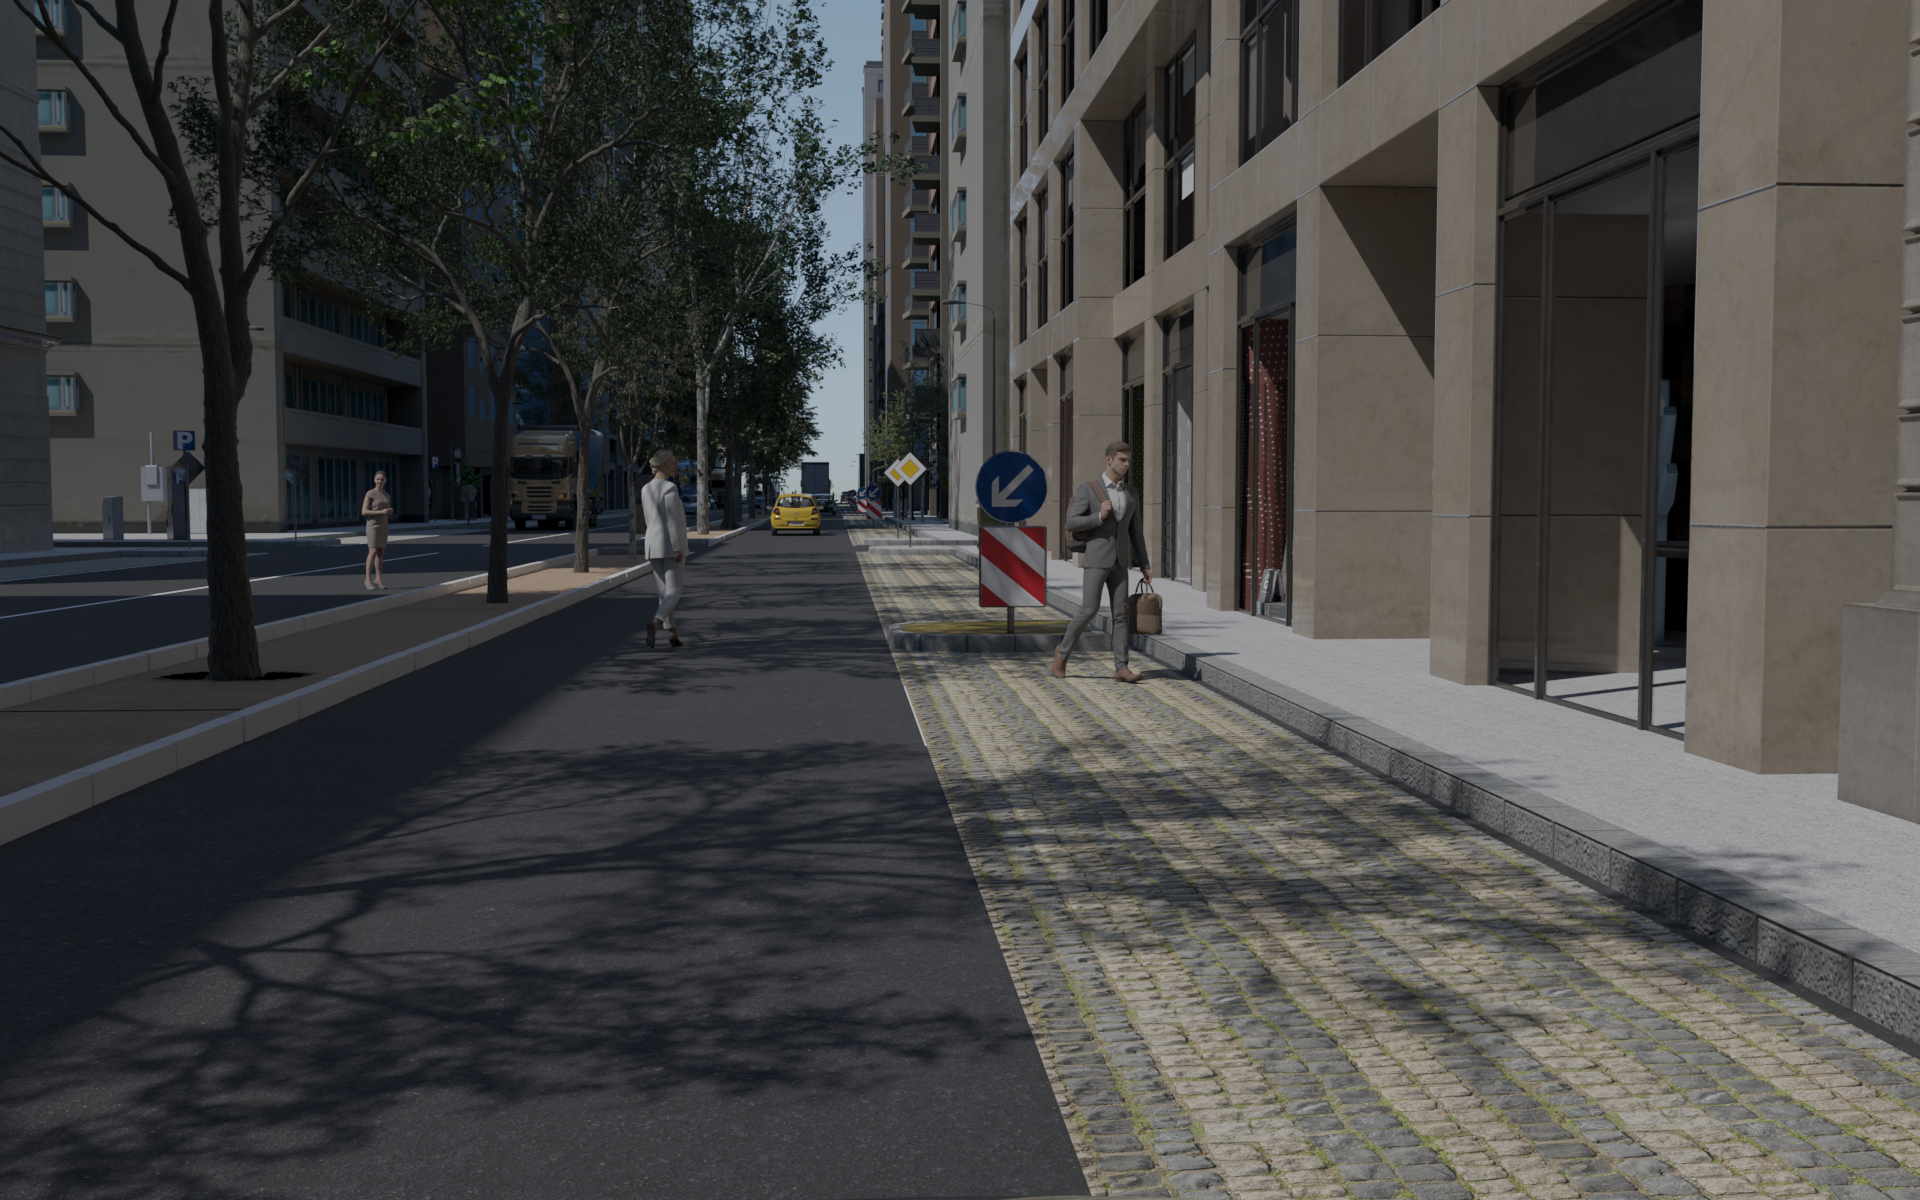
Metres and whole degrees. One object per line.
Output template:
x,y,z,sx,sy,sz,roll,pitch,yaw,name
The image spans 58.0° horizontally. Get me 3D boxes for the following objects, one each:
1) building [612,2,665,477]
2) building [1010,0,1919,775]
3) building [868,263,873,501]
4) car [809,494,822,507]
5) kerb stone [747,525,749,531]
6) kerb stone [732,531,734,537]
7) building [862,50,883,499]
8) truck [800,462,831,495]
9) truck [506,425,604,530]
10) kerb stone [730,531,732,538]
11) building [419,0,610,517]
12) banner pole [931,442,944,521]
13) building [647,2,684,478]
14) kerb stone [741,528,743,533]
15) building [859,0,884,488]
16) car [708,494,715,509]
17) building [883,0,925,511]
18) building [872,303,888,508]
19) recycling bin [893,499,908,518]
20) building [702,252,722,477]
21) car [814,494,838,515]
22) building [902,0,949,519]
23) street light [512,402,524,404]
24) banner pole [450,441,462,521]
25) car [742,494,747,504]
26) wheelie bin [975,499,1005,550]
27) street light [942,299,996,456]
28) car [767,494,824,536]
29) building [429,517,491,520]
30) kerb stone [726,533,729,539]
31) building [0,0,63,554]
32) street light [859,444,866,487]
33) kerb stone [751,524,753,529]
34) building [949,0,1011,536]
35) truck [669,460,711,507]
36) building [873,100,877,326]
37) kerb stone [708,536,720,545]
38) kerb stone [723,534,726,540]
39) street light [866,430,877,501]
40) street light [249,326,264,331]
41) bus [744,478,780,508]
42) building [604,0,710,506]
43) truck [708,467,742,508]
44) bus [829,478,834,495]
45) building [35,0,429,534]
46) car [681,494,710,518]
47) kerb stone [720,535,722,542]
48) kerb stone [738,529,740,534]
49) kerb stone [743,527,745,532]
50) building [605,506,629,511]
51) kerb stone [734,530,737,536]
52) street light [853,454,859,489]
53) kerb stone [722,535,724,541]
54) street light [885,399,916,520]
-44.812,-35.943,176.905,28.713,52.752,27.495,0,4,-4,building
11.999,-13.469,24.726,19.350,26.468,34.151,0,4,-4,building
-4.539,-27.250,217.235,14.160,30.474,14.107,0,4,-4,building
-9.181,-5.625,102.189,2.015,1.641,3.980,0,4,-4,car
-8.274,-2.693,66.271,0.120,0.150,1.000,0,4,-4,kerb stone
-7.606,-2.132,57.060,0.120,0.150,1.000,0,4,-4,kerb stone
-2.770,-42.571,238.027,21.231,58.520,28.212,0,4,-4,building
-13.034,-10.232,156.209,2.839,4.237,11.283,0,4,-5,truck
-16.902,-5.128,72.759,2.839,4.237,11.283,0,4,-5,truck
-7.533,-2.069,56.030,0.120,0.150,1.000,0,4,-4,kerb stone
-31.254,-28.391,114.305,14.600,45.320,14.200,0,4,-4,building
-1.124,-5.736,83.805,0.863,3.779,0.401,3,5,43,banner pole
-44.997,-55.438,219.090,22.319,86.520,31.000,0,4,-4,building
-7.977,-2.440,62.183,0.120,0.150,1.000,0,4,-4,kerb stone
-4.388,-58.391,267.359,22.319,86.520,31.000,0,4,-4,building
-24.052,-9.246,163.169,2.014,1.417,4.499,0,4,-5,car
0.542,-30.529,149.259,14.600,45.320,14.200,0,4,-4,building
5.430,-20.008,172.174,27.650,21.520,28.899,0,4,-4,building
-3.273,-5.050,95.118,0.722,1.027,0.722,-1,4,-13,recycling bin
-43.982,-37.583,264.584,14.600,45.320,14.200,0,4,-4,building
-9.338,-6.474,117.650,2.131,1.459,4.920,0,4,-4,car
8.002,-27.135,98.289,22.147,44.769,28.867,0,4,-4,building
-22.733,-7.035,87.567,1.470,5.913,1.316,0,4,-4,street light
-23.881,-5.628,82.031,0.401,3.779,0.863,2,4,31,banner pole
-28.093,-13.066,225.636,2.014,1.417,4.499,0,4,-5,car
0.709,-1.886,38.750,0.693,1.594,0.980,0,4,-7,wheelie bin
0.275,-4.220,41.540,1.470,5.913,1.316,0,4,-4,street light
-5.780,-3.094,60.812,2.015,1.641,3.980,0,4,-6,car
-32.131,-27.028,92.025,14.600,45.320,14.200,0,4,-4,building
-7.376,-1.944,53.979,0.120,0.150,1.000,0,4,-4,kerb stone
-41.544,-15.468,29.318,44.131,29.872,17.030,0,4,-4,building
-8.452,-11.572,161.738,1.470,5.913,1.316,0,4,-4,street light
-8.490,-2.884,69.345,0.120,0.150,1.000,0,4,-4,kerb stone
10.365,-26.710,60.417,21.600,48.544,21.300,0,4,-4,building
-22.210,-9.361,142.812,2.967,4.110,18.799,0,4,-6,truck
-2.578,-33.190,192.760,14.600,45.320,14.200,0,4,-4,building
-7.086,-1.693,49.889,0.120,0.150,1.000,0,4,-4,kerb stone
-7.313,-1.881,52.951,0.120,0.150,1.000,0,4,-4,kerb stone
-5.810,-9.292,124.463,1.470,5.913,1.316,0,4,-4,street light
-19.944,-4.617,48.022,1.470,5.913,1.316,0,4,-4,street light
-20.234,-11.206,178.079,2.948,3.499,13.247,0,4,-2,bus
-45.956,-49.406,246.034,20.563,71.187,20.611,0,4,-4,building
-24.390,-11.706,180.302,2.839,4.237,11.283,0,4,-3,truck
-19.273,-15.352,242.549,2.896,3.916,12.252,0,4,-3,bus
-33.606,-26.975,64.742,21.300,48.544,21.600,0,4,-4,building
-15.908,-5.592,103.434,2.014,1.417,4.499,0,4,-3,car
-7.165,-1.756,50.908,0.120,0.150,1.000,0,4,-4,kerb stone
-7.823,-2.316,60.135,0.120,0.150,1.000,0,4,-4,kerb stone
-8.042,-2.505,63.203,0.120,0.150,1.000,0,4,-4,kerb stone
-39.133,-43.678,152.386,20.563,71.187,20.611,0,4,-4,building
-7.669,-2.195,58.084,0.120,0.150,1.000,0,4,-4,kerb stone
-11.356,-13.962,200.819,1.470,5.913,1.316,0,4,-4,street light
-7.233,-1.815,51.930,0.120,0.150,1.000,0,4,-4,kerb stone
-2.869,-6.868,84.831,1.470,5.913,1.316,0,4,-4,street light
